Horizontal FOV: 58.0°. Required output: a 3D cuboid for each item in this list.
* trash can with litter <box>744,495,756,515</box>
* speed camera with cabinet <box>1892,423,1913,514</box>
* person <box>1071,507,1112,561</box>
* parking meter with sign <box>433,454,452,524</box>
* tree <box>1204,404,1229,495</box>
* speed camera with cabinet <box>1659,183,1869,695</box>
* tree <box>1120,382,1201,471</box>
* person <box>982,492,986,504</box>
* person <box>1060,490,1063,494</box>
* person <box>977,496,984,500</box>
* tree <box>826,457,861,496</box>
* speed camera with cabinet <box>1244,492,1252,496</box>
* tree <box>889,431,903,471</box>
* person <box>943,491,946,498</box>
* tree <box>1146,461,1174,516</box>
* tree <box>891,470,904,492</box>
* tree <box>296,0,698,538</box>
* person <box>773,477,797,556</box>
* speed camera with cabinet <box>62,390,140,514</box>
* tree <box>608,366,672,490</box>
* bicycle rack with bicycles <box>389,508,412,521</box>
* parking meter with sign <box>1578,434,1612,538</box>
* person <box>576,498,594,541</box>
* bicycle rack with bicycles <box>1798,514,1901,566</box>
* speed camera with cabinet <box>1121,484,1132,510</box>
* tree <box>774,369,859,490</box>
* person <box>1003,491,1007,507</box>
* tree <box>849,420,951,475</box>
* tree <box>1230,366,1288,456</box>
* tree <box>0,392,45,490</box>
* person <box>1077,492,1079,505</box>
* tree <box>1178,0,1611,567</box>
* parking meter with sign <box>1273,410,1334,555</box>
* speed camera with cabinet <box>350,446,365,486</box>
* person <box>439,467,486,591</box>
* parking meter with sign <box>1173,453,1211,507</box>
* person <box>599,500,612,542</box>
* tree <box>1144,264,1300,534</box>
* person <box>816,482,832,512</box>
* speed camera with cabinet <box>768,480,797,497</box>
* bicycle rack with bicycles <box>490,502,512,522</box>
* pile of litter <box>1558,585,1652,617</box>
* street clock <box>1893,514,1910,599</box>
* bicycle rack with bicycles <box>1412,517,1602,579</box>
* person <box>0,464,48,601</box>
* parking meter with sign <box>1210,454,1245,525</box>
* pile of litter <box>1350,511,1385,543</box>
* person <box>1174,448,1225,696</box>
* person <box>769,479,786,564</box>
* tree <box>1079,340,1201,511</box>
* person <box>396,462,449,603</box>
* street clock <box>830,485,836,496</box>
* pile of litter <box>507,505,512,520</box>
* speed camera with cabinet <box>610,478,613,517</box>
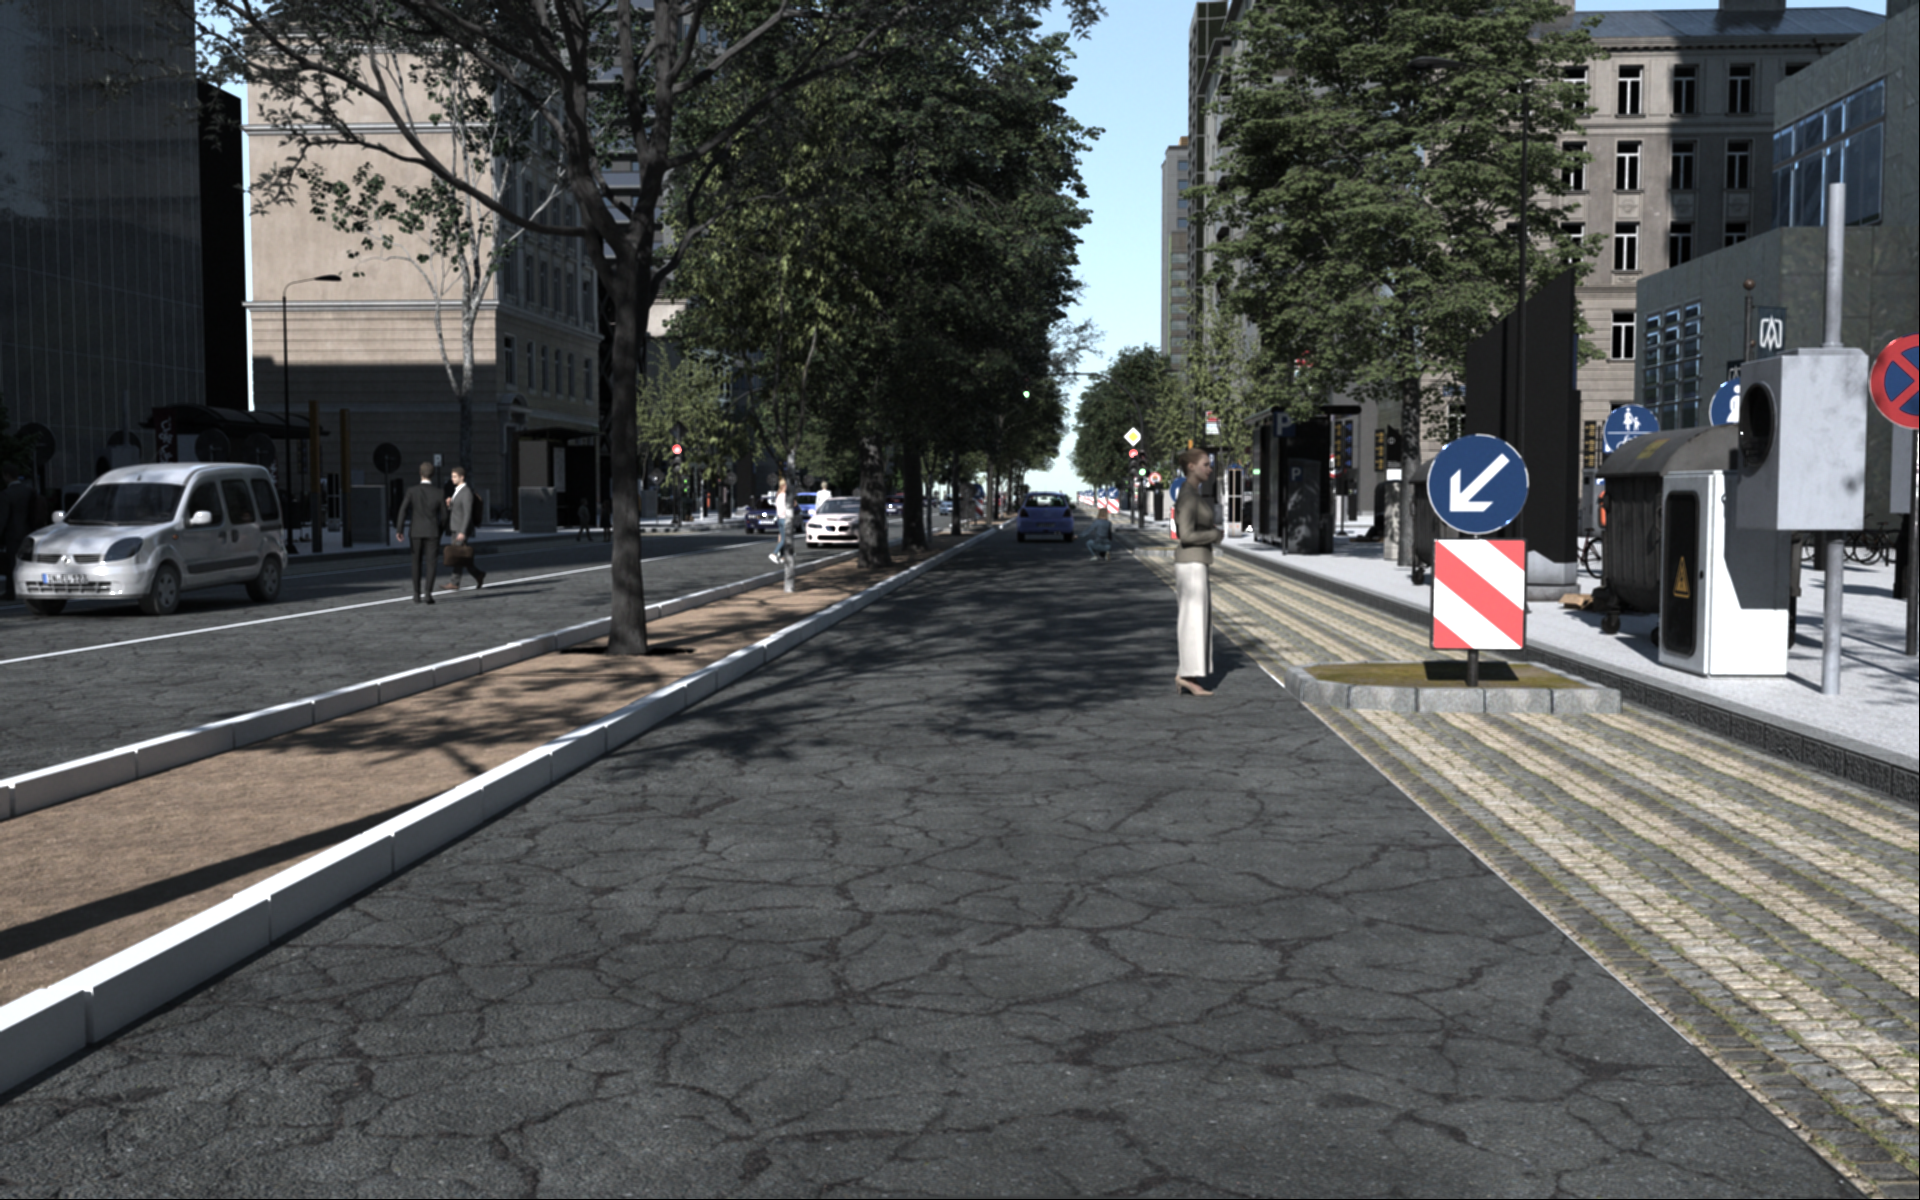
[{"bbox_3d":[-12.299,-5.655,103.510,1.678,1.210,2.233,-3,4,-38],"label":"trash can with litter"},{"bbox_3d":[12.017,-1.586,20.271,2.038,3.252,0.660,0,4,-6],"label":"speed camera with cabinet"},{"bbox_3d":[2.904,-1.419,37.203,1.012,1.151,0.738,-1,4,-14],"label":"person"},{"bbox_3d":[-22.152,-4.865,75.796,0.543,3.016,1.738,2,4,32],"label":"parking meter with sign"},{"bbox_3d":[20.647,-11.409,136.894,4.360,8.622,3.978,0,3,0],"label":"tree"},{"bbox_3d":[5.439,-1.070,11.837,0.660,3.252,2.038,0,4,3],"label":"speed camera with cabinet"},{"bbox_3d":[12.659,-9.900,112.226,4.360,8.622,3.978,0,3,0],"label":"tree"},{"bbox_3d":[3.502,-15.023,253.998,0.709,1.838,0.599,0,4,2],"label":"person"},{"bbox_3d":[10.873,-10.995,188.142,0.709,1.838,0.599,3,5,40],"label":"person"},{"bbox_3d":[1.669,-9.497,163.804,1.348,1.821,0.705,0,4,3],"label":"person"},{"bbox_3d":[-9.256,-9.621,141.012,4.285,4.588,4.351,0,3,0],"label":"tree"},{"bbox_3d":[22.213,-8.328,130.495,2.038,3.252,0.660,1,4,9],"label":"speed camera with cabinet"},{"bbox_3d":[-4.557,-18.439,219.600,7.486,12.596,7.792,0,3,0],"label":"tree"},{"bbox_3d":[-1.852,-12.213,208.187,0.705,1.824,1.348,0,4,4],"label":"person"},{"bbox_3d":[11.701,-6.484,100.607,1.663,3.219,1.824,0,3,0],"label":"tree"},{"bbox_3d":[-5.918,-12.640,190.377,4.285,4.588,4.351,0,3,0],"label":"tree"},{"bbox_3d":[-13.812,-11.988,51.898,12.611,20.169,13.585,0,3,0],"label":"tree"},{"bbox_3d":[-4.040,-1.934,40.094,0.573,1.828,0.580,-1,4,-14],"label":"person"},{"bbox_3d":[-16.539,-2.384,33.318,2.038,3.252,0.660,3,4,38],"label":"speed camera with cabinet"},{"bbox_3d":[-18.384,-9.136,99.731,4.360,8.622,3.978,0,3,0],"label":"tree"},{"bbox_3d":[-27.766,-4.280,83.360,2.925,0.926,2.852,-3,4,-36],"label":"bicycle rack with bicycles"},{"bbox_3d":[18.676,-3.345,50.957,0.543,3.016,1.738,-1,4,-10],"label":"parking meter with sign"},{"bbox_3d":[-11.383,-2.424,52.399,0.475,1.303,0.640,2,4,32],"label":"person"},{"bbox_3d":[16.679,-1.147,32.133,2.852,0.926,2.925,-2,4,-34],"label":"bicycle rack with bicycles"},{"bbox_3d":[13.684,-8.997,141.441,0.660,3.252,2.038,1,4,18],"label":"speed camera with cabinet"},{"bbox_3d":[-10.241,-12.930,129.528,7.486,12.596,7.792,0,3,0],"label":"tree"},{"bbox_3d":[5.143,-11.584,198.621,0.721,1.735,1.217,-1,4,-17],"label":"person"},{"bbox_3d":[-7.274,-14.473,162.390,9.928,11.665,9.643,0,3,0],"label":"tree"},{"bbox_3d":[18.235,-9.150,99.971,4.360,8.622,3.978,0,3,0],"label":"tree"},{"bbox_3d":[-15.778,-2.064,28.345,1.663,3.219,1.824,0,3,0],"label":"tree"},{"bbox_3d":[14.499,-12.382,211.655,0.721,1.736,1.217,0,4,8],"label":"person"},{"bbox_3d":[7.582,-6.869,30.439,7.486,12.596,7.792,0,3,0],"label":"tree"},{"bbox_3d":[7.364,-2.486,36.913,0.543,3.016,1.738,3,5,42],"label":"parking meter with sign"},{"bbox_3d":[-21.985,-4.225,63.419,0.660,3.252,2.038,-2,4,-32],"label":"speed camera with cabinet"},{"bbox_3d":[-7.375,-1.057,25.742,0.822,1.834,0.622,-3,5,-41],"label":"person"},{"bbox_3d":[10.075,-4.814,74.971,1.738,3.016,0.543,2,4,32],"label":"parking meter with sign"},{"bbox_3d":[-10.537,-2.340,51.427,0.362,1.253,0.373,-3,5,-44],"label":"person"},{"bbox_3d":[8.681,-6.421,55.350,4.737,8.622,4.395,0,3,0],"label":"tree"},{"bbox_3d":[-4.396,-2.946,56.542,0.514,1.842,0.818,-2,4,-27],"label":"person"},{"bbox_3d":[-11.148,-6.999,108.768,0.660,3.252,2.038,3,4,39],"label":"speed camera with cabinet"},{"bbox_3d":[-21.877,-4.019,79.085,2.925,0.926,2.852,-1,4,-13],"label":"bicycle rack with bicycles"},{"bbox_3d":[7.195,-0.310,19.038,1.176,0.858,1.719,2,4,29],"label":"pile of litter"},{"bbox_3d":[11.601,-1.019,21.225,0.358,2.002,0.471,1,4,10],"label":"street clock"},{"bbox_3d":[8.383,-0.839,27.099,2.852,0.926,2.925,-1,4,-12],"label":"bicycle rack with bicycles"},{"bbox_3d":[-12.541,-0.896,23.114,0.822,1.834,0.622,0,4,7],"label":"person"},{"bbox_3d":[11.416,-4.624,71.859,1.738,3.016,0.543,0,4,1],"label":"parking meter with sign"},{"bbox_3d":[11.112,-1.967,46.127,1.176,0.858,1.719,-1,4,-17],"label":"pile of litter"},{"bbox_3d":[1.697,-0.199,12.304,0.362,1.759,0.519,0,4,7],"label":"person"},{"bbox_3d":[-3.676,-1.617,35.610,0.598,1.740,0.731,-3,5,-41],"label":"person"},{"bbox_3d":[13.625,-12.960,128.900,9.611,12.733,9.660,0,3,0],"label":"tree"},{"bbox_3d":[-7.048,-0.886,22.759,0.659,1.850,0.755,-1,4,-16],"label":"person"},{"bbox_3d":[-10.025,-8.073,136.566,0.471,2.002,0.358,3,4,38],"label":"street clock"},{"bbox_3d":[-21.680,-4.369,85.392,1.176,0.858,1.719,2,4,26],"label":"pile of litter"},{"bbox_3d":[-18.343,-6.013,92.655,0.660,3.252,2.038,0,4,-5],"label":"speed camera with cabinet"}]
